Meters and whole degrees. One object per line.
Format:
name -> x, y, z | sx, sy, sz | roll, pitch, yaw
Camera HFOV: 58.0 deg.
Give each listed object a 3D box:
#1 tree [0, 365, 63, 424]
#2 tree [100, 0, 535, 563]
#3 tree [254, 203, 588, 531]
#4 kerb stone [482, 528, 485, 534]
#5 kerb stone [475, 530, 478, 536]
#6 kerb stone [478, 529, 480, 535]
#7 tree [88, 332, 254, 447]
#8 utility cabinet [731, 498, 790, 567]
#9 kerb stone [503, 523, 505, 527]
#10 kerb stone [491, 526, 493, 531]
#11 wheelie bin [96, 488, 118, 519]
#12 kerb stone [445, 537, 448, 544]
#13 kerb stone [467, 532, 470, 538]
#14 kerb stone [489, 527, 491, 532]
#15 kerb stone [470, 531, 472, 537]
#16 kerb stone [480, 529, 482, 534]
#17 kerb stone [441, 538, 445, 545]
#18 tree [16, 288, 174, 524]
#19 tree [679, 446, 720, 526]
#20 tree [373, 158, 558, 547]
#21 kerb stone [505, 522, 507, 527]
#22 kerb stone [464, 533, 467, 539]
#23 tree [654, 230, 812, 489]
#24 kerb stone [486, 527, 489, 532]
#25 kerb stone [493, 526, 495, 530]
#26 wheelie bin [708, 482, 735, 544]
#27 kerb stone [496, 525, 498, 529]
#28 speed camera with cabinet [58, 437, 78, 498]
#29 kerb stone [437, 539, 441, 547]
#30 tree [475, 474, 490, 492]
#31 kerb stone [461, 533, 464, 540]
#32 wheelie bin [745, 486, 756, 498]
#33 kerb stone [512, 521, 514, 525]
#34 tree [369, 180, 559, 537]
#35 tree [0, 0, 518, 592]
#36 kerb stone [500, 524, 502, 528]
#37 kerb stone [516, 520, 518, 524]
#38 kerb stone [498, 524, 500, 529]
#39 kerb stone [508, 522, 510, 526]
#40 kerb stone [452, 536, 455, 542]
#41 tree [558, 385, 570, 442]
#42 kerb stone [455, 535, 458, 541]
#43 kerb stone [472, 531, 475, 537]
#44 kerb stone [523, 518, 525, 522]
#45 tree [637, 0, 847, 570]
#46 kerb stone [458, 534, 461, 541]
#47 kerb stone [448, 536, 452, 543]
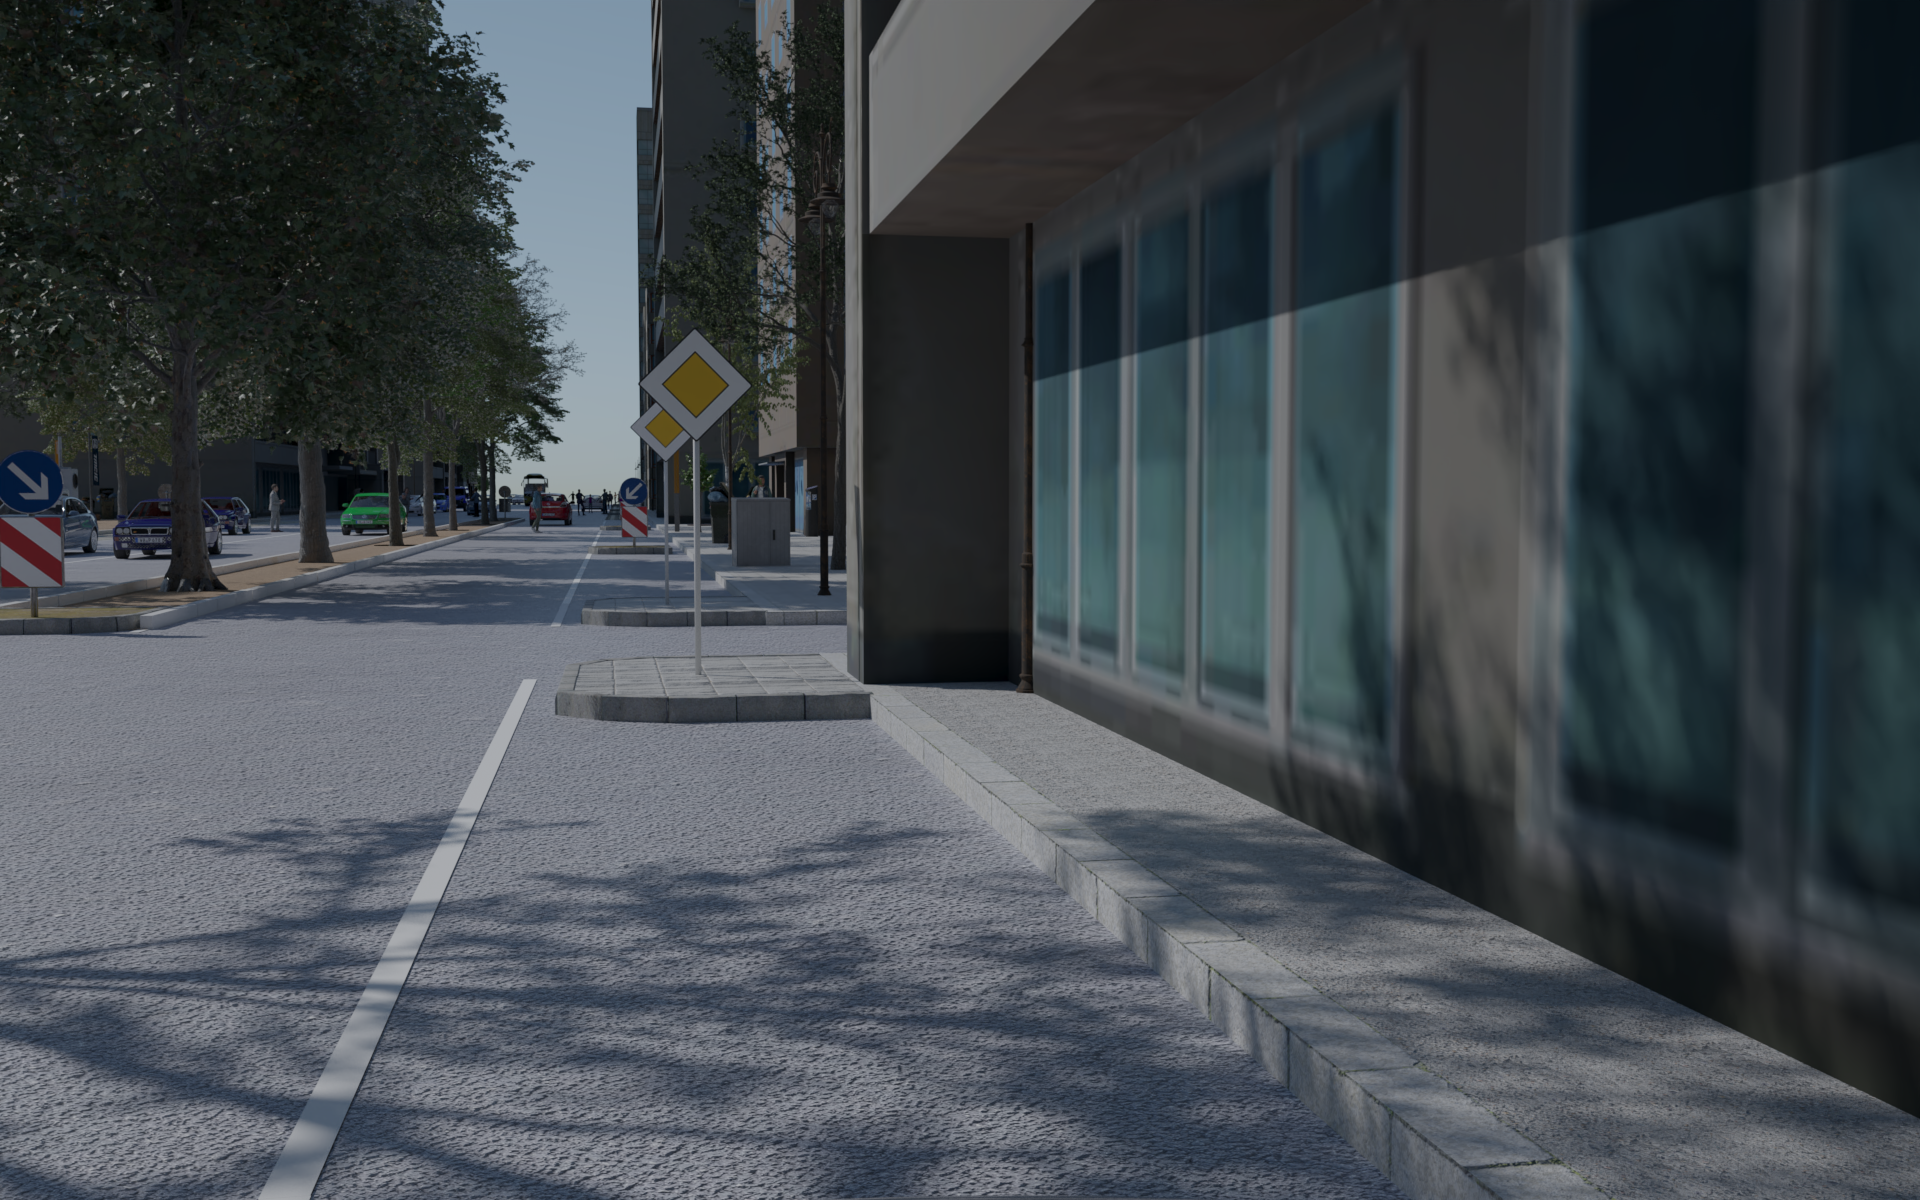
tree -> -29.283, -6.982, 48.566 | 7.601, 10.594, 8.767 | 2, 4, 34
tree -> -13.376, -7.731, 35.522 | 9.857, 13.997, 8.962 | 0, 3, 0
tree -> -19.750, -9.431, 67.017 | 12.009, 13.543, 11.850 | 0, 3, 0
kerb stone -> -17.222, -2.437, 62.036 | 0.120, 0.150, 1.000 | -1, 4, -11
kerb stone -> -16.630, -2.252, 59.021 | 0.120, 0.150, 1.000 | -1, 4, -11
kerb stone -> -16.834, -2.314, 60.029 | 0.120, 0.150, 1.000 | -1, 4, -11
tree -> -36.731, -10.526, 82.473 | 12.009, 13.543, 11.850 | 0, 3, 0
utility cabinet -> -3.552, -1.210, 30.952 | 1.020, 1.237, 0.306 | -2, 4, -27
kerb stone -> -19.417, -3.113, 73.100 | 0.120, 0.150, 1.000 | -1, 4, -11
kerb stone -> -18.022, -2.681, 66.049 | 0.120, 0.150, 1.000 | -1, 4, -11
wheelie bin -> -43.117, -4.876, 87.623 | 0.980, 1.594, 0.693 | -2, 4, -34
kerb stone -> -14.649, -1.633, 48.958 | 0.120, 0.150, 1.000 | -1, 4, -11
kerb stone -> -16.040, -2.068, 56.008 | 0.120, 0.150, 1.000 | -1, 4, -11
kerb stone -> -17.823, -2.621, 65.047 | 0.120, 0.150, 1.000 | -1, 4, -11
kerb stone -> -16.243, -2.129, 57.014 | 0.120, 0.150, 1.000 | -1, 4, -11
kerb stone -> -17.019, -2.371, 61.034 | 0.120, 0.150, 1.000 | -1, 4, -11
kerb stone -> -14.451, -1.571, 47.955 | 0.120, 0.150, 1.000 | -1, 4, -11
tree -> -34.879, -9.349, 70.980 | 7.486, 12.596, 7.792 | 0, 3, 0
tree -> -10.420, -4.604, 69.873 | 1.663, 3.219, 1.824 | 0, 3, 0
tree -> -15.589, -7.280, 47.237 | 9.928, 11.665, 9.643 | 0, 3, 0
kerb stone -> -19.607, -3.175, 74.112 | 0.120, 0.150, 1.000 | -1, 4, -11
kerb stone -> -15.843, -2.003, 55.001 | 0.120, 0.150, 1.000 | -1, 4, -11
tree -> -6.106, -5.924, 47.227 | 4.737, 8.622, 4.395 | 0, 3, 0
kerb stone -> -17.623, -2.555, 64.045 | 0.120, 0.150, 1.000 | -1, 4, -11
kerb stone -> -18.217, -2.744, 67.055 | 0.120, 0.150, 1.000 | -1, 4, -11
wheelie bin -> -6.186, -2.272, 45.060 | 0.693, 1.594, 0.980 | 0, 4, 0
kerb stone -> -18.611, -2.867, 69.063 | 0.120, 0.150, 1.000 | -1, 4, -11
speed camera with cabinet -> -30.605, -3.952, 58.950 | 0.660, 3.252, 2.038 | -1, 4, -12
kerb stone -> -14.262, -1.514, 46.949 | 0.120, 0.150, 1.000 | -1, 4, -11
tree -> -68.111, -16.091, 246.808 | 4.285, 4.588, 4.351 | 0, 3, 0
kerb stone -> -15.642, -1.940, 53.997 | 0.120, 0.150, 1.000 | -1, 4, -11
wheelie bin -> -8.352, -3.861, 71.037 | 0.693, 1.594, 0.980 | 2, 4, 28
kerb stone -> -20.605, -3.477, 79.136 | 0.120, 0.150, 1.000 | -1, 4, -11
tree -> -17.543, -8.351, 57.127 | 7.486, 12.596, 7.792 | 0, 3, 0
tree -> -11.367, -6.462, 25.126 | 9.611, 12.733, 9.660 | 0, 3, 0
kerb stone -> -19.011, -2.990, 71.085 | 0.120, 0.150, 1.000 | -1, 4, -11
kerb stone -> -21.196, -3.667, 82.151 | 0.120, 0.150, 1.000 | -1, 4, -11
kerb stone -> -18.815, -2.929, 70.076 | 0.120, 0.150, 1.000 | -1, 4, -11
kerb stone -> -20.002, -3.298, 76.125 | 0.120, 0.150, 1.000 | -1, 4, -11
kerb stone -> -15.046, -1.761, 50.983 | 0.120, 0.150, 1.000 | -1, 4, -11
tree -> -24.057, -10.313, 89.195 | 7.486, 12.596, 7.792 | 0, 3, 0
kerb stone -> -15.250, -1.822, 51.984 | 0.120, 0.150, 1.000 | -1, 4, -11
kerb stone -> -16.431, -2.191, 58.018 | 0.120, 0.150, 1.000 | -1, 4, -11
kerb stone -> -22.387, -4.033, 88.176 | 0.120, 0.150, 1.000 | -1, 4, -11
tree -> -1.764, -5.801, 29.257 | 7.601, 10.594, 8.767 | -2, 4, -31
kerb stone -> -15.439, -1.884, 52.995 | 0.120, 0.150, 1.000 | -1, 4, -11
kerb stone -> -14.847, -1.697, 49.965 | 0.120, 0.150, 1.000 | -1, 4, -11
